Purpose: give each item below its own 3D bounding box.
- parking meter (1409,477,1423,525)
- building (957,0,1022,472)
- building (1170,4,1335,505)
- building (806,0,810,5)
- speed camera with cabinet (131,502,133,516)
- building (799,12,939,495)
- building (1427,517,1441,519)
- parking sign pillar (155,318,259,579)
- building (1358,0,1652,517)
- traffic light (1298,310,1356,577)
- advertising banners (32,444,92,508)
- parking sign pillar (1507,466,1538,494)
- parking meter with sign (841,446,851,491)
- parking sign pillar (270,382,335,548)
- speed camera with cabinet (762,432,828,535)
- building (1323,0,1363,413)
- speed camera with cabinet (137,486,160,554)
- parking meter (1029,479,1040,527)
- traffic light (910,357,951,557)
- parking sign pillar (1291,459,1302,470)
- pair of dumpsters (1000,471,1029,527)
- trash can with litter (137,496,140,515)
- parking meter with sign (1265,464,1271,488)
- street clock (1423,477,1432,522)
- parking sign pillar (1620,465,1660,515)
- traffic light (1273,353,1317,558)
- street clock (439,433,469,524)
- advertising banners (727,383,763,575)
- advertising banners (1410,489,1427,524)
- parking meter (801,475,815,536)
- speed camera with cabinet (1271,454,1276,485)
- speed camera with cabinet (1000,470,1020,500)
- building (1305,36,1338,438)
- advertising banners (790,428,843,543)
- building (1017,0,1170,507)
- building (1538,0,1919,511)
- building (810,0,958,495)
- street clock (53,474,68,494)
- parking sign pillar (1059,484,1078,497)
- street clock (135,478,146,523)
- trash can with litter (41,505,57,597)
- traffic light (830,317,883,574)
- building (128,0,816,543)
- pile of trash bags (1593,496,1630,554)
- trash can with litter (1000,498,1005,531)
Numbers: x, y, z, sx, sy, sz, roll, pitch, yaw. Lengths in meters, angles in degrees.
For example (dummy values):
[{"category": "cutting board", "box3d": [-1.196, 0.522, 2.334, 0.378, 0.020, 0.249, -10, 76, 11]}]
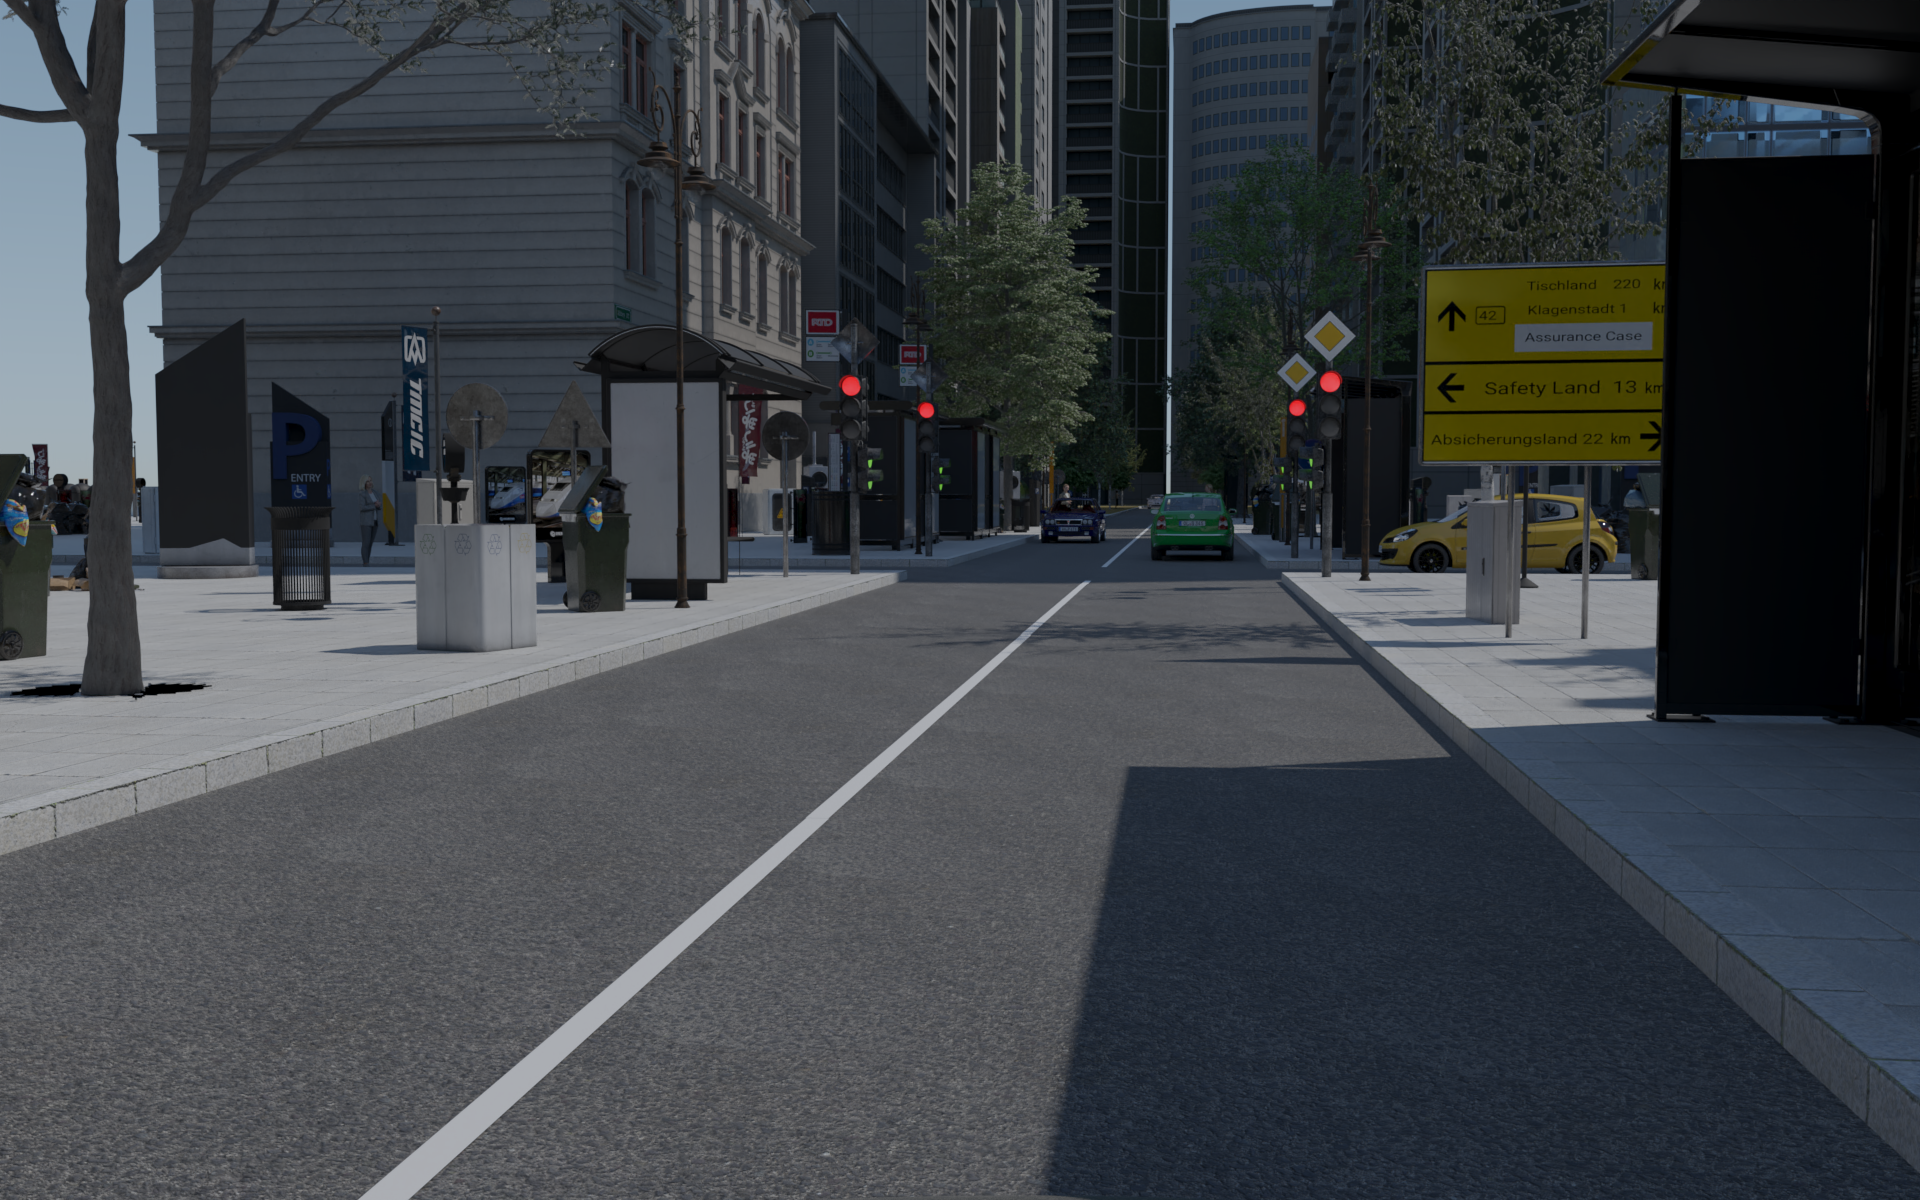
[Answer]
[{"category": "parking meter", "box3d": [15.684, -3.294, 59.575, 0.399, 1.863, 0.255, -1, 4, -9]}, {"category": "building", "box3d": [-2.720, -27.852, 138.973, 14.154, 41.232, 14.086, 0, 4, 7]}, {"category": "building", "box3d": [39.625, -40.753, 208.315, 28.212, 58.520, 21.231, 0, 4, 7]}, {"category": "building", "box3d": [-8.718, -41.781, 121.379, 20.563, 71.187, 20.611, 0, 4, 7]}, {"category": "speed camera with cabinet", "box3d": [-49.244, -6.667, 103.349, 0.660, 3.252, 2.038, -3, 4, -39]}, {"category": "building", "box3d": [-10.090, -16.151, 83.128, 14.314, 24.678, 30.058, 0, 4, 7]}, {"category": "building", "box3d": [34.055, -39.930, 91.102, 20.563, 71.187, 20.611, 0, 4, 7]}, {"category": "parking sign pillar", "box3d": [-11.609, -2.334, 26.634, 1.447, 3.967, 1.447, -1, 4, -12]}, {"category": "building", "box3d": [36.670, -41.587, 118.195, 20.563, 71.187, 20.611, 0, 4, 7]}, {"category": "traffic light", "box3d": [5.640, -2.306, 26.631, 0.839, 4.253, 0.868, 0, 4, 7]}, {"category": "advertising banners", "box3d": [-31.168, -3.922, 60.306, 2.074, 3.025, 0.090, -1, 4, -9]}, {"category": "parking sign pillar", "box3d": [25.405, -5.395, 76.688, 1.447, 3.967, 1.447, -3, 4, -36]}, {"category": "parking meter with sign", "box3d": [-4.172, -4.047, 62.437, 0.543, 3.016, 1.738, -1, 4, -8]}, {"category": "parking sign pillar", "box3d": [-15.806, -3.245, 41.521, 1.447, 3.967, 1.447, 0, 4, -6]}, {"category": "speed camera with cabinet", "box3d": [-5.155, -3.675, 54.424, 2.038, 3.252, 0.660, -2, 4, -25]}, {"category": "building", "box3d": [42.130, -32.064, 143.860, 23.786, 49.044, 30.456, 0, 4, 7]}, {"category": "speed camera with cabinet", "box3d": [-16.698, -2.652, 37.703, 0.660, 3.252, 2.038, 3, 4, 39]}, {"category": "parking meter", "box3d": [2.930, -3.798, 67.800, 0.399, 1.863, 0.255, -3, 5, -44]}, {"category": "traffic light", "box3d": [-0.623, -2.848, 35.487, 0.839, 4.253, 0.868, 0, 4, 7]}, {"category": "parking sign pillar", "box3d": [19.823, -6.948, 102.072, 1.447, 3.967, 1.447, 1, 4, 23]}, {"category": "pair of dumpsters", "box3d": [1.876, -4.128, 69.987, 1.574, 2.255, 4.437, 0, 4, 8]}, {"category": "trash can with litter", "box3d": [-52.801, -6.102, 111.157, 0.624, 1.170, 1.055, 1, 4, 13]}, {"category": "parking meter with sign", "box3d": [18.252, -6.439, 101.541, 0.543, 3.016, 1.738, 1, 4, 21]}, {"category": "street clock", "box3d": [19.277, -4.111, 71.784, 0.471, 2.002, 0.358, 0, 4, 0]}, {"category": "parking sign pillar", "box3d": [16.252, -3.198, 40.758, 1.447, 3.967, 1.447, 1, 4, 20]}, {"category": "traffic light", "box3d": [6.678, -2.791, 34.549, 0.839, 4.253, 0.868, 0, 4, 7]}, {"category": "street clock", "box3d": [-5.993, -0.977, 20.537, 0.358, 2.002, 0.471, -1, 4, -21]}, {"category": "advertising banners", "box3d": [-3.922, -1.922, 27.615, 2.074, 3.025, 0.090, 2, 4, 33]}, {"category": "advertising banners", "box3d": [10.477, -2.731, 40.836, 0.090, 3.025, 2.074, 3, 5, 43]}, {"category": "parking meter", "box3d": [-4.613, -2.874, 52.702, 0.399, 1.863, 0.255, 2, 4, 27]}, {"category": "speed camera with cabinet", "box3d": [15.041, -5.339, 81.633, 0.660, 3.252, 2.038, 0, 4, 7]}, {"category": "speed camera with cabinet", "box3d": [1.290, -4.411, 66.455, 2.038, 3.252, 0.660, -2, 4, -28]}, {"category": "building", "box3d": [40.778, -31.601, 166.794, 14.600, 45.320, 14.200, 0, 4, 7]}, {"category": "advertising banners", "box3d": [-3.660, -3.028, 45.688, 0.090, 3.025, 2.074, 3, 5, 45]}, {"category": "building", "box3d": [14.920, -47.234, 210.535, 20.611, 71.187, 20.563, 0, 4, 7]}, {"category": "building", "box3d": [33.683, -45.024, 48.811, 31.000, 86.520, 22.319, 0, 4, 7]}, {"category": "building", "box3d": [-1.980, -44.673, 168.647, 20.611, 71.187, 20.563, 0, 4, 7]}, {"category": "street clock", "box3d": [-31.737, -3.461, 61.157, 0.471, 2.002, 0.358, 1, 4, 15]}, {"category": "parking sign pillar", "box3d": [6.190, -6.792, 99.514, 1.447, 3.967, 1.447, -3, 5, -41]}, {"category": "street clock", "box3d": [-36.199, -4.404, 76.571, 0.358, 2.002, 0.471, 0, 4, 6]}, {"category": "trash can with litter", "box3d": [-11.664, -0.600, 21.193, 1.055, 1.170, 0.624, -3, 4, -36]}, {"category": "traffic light", "box3d": [-1.661, -2.364, 27.569, 0.839, 4.253, 0.868, 0, 4, 7]}, {"category": "building", "box3d": [-13.599, -16.432, 56.045, 14.401, 28.519, 23.554, 0, 4, 7]}, {"category": "pile of trash bags", "box3d": [14.448, -1.728, 38.001, 3.447, 1.369, 1.912, 1, 4, 9]}, {"category": "trash can with litter", "box3d": [0.978, -2.833, 57.699, 1.055, 1.170, 0.624, 1, 4, 9]}]
